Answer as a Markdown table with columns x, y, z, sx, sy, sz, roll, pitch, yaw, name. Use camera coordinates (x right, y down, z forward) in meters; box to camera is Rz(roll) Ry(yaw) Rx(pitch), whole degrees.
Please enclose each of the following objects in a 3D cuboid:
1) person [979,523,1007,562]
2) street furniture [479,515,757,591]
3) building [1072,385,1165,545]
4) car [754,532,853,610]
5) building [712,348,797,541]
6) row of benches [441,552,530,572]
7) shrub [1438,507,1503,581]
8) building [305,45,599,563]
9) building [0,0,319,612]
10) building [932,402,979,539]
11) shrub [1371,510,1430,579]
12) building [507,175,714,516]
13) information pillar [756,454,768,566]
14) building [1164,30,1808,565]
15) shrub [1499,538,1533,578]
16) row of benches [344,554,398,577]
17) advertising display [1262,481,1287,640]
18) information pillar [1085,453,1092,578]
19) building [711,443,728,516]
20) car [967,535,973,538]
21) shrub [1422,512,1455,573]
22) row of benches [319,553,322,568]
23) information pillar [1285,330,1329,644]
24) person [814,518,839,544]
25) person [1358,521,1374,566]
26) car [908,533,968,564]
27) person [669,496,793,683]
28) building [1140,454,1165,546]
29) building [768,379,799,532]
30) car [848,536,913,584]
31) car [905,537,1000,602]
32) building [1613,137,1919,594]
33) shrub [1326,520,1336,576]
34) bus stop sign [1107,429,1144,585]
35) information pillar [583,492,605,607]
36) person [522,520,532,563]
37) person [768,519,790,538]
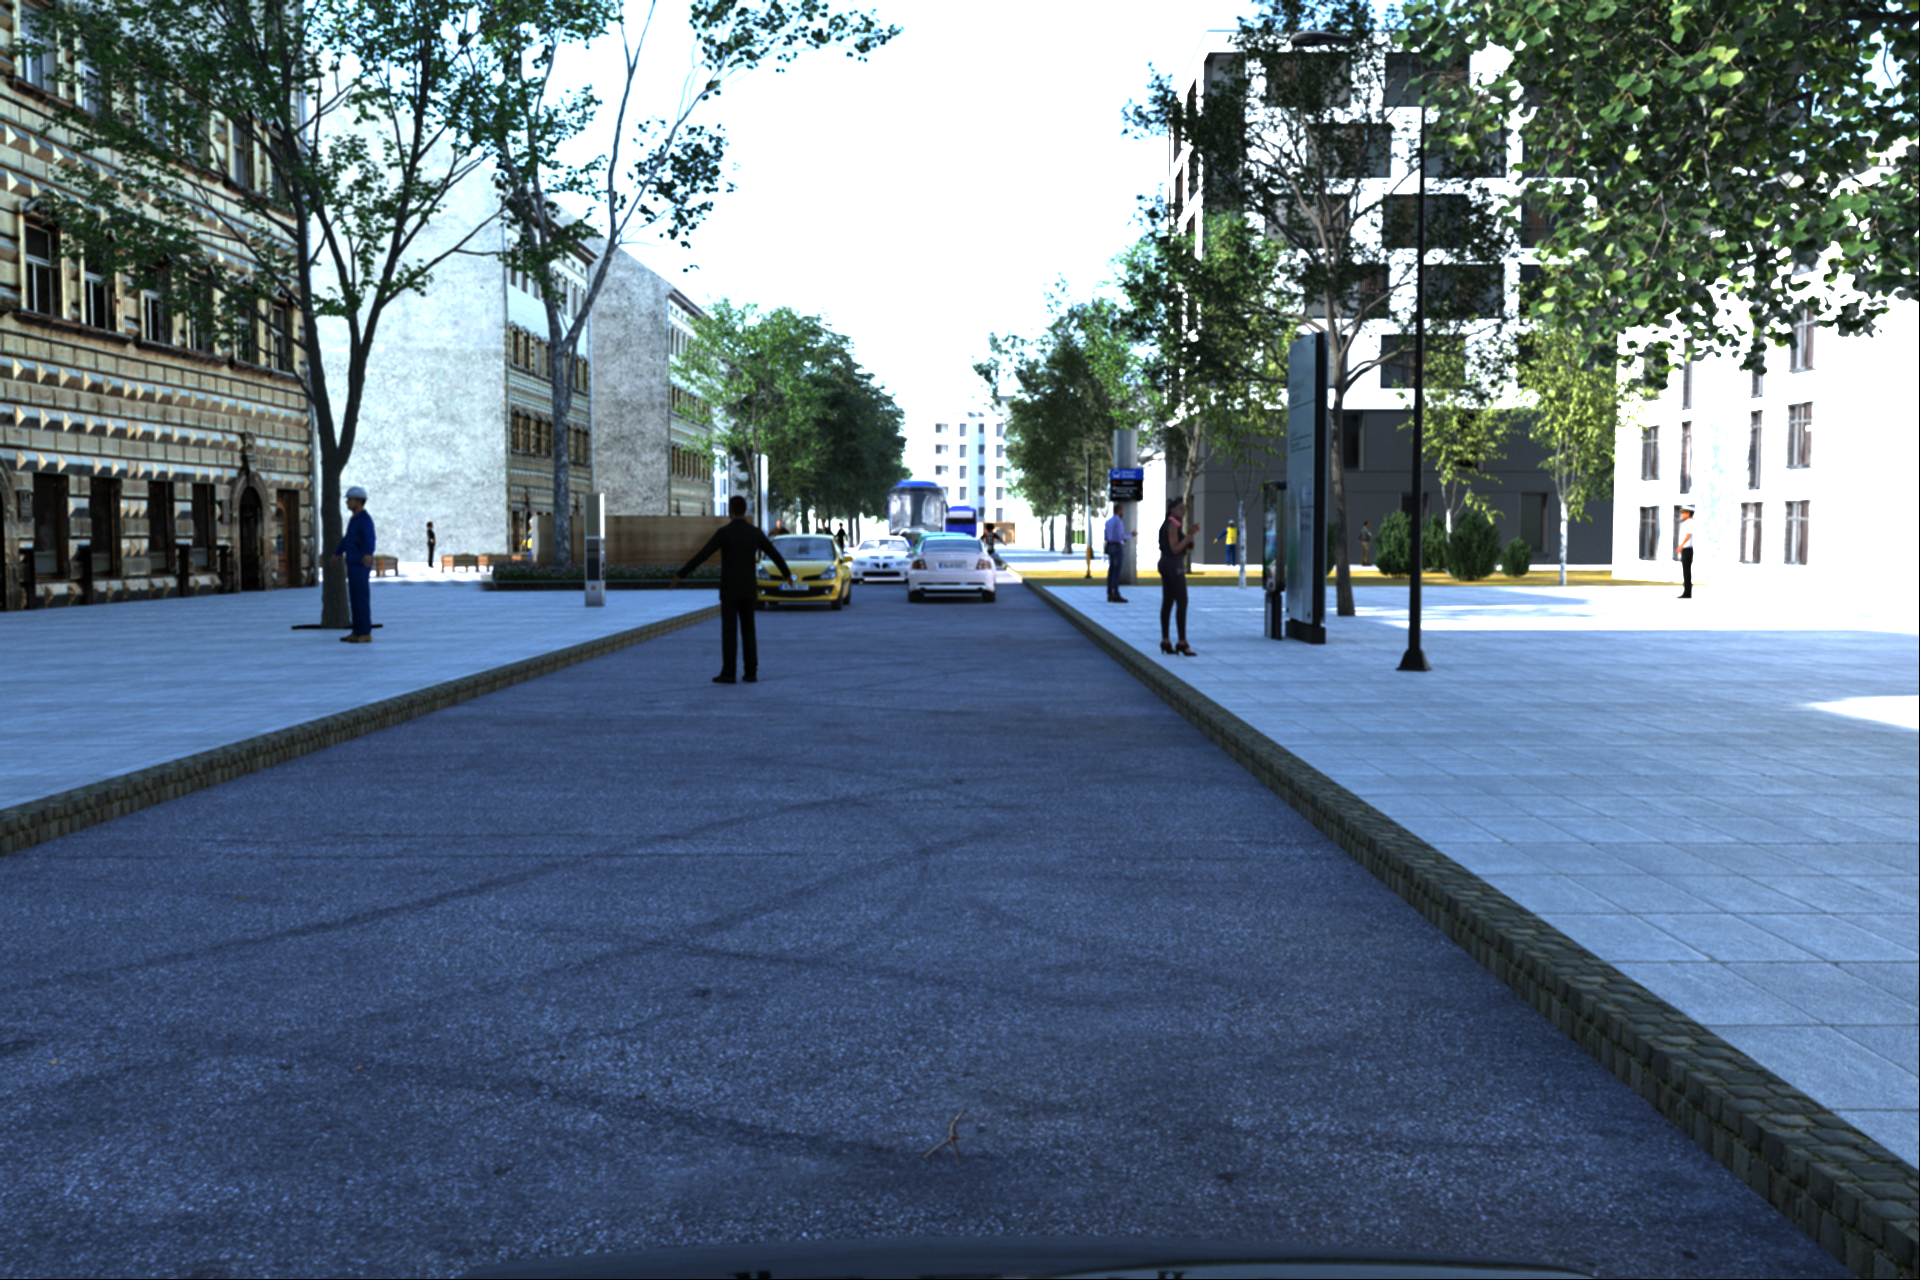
| x | y | z | sx | sy | sz | roll | pitch | yaw | name |
| --- | --- | --- | --- | --- | --- | --- | --- | --- | --- |
| 1.055 | -3.270 | 62.068 | 1.345 | 1.843 | 0.704 | -1 | 4 | -9 | person |
| -9.231 | -2.161 | 42.186 | 9.812 | 1.723 | 11.010 | -1 | 4 | -16 | street furniture |
| 22.684 | -21.220 | 213.405 | 16.747 | 18.905 | 31.486 | 0 | 4 | 0 | building |
| -3.060 | -1.443 | 33.815 | 2.015 | 1.641 | 3.980 | 0 | 4 | 0 | car |
| -28.324 | -22.042 | 191.320 | 19.493 | 23.208 | 18.063 | 0 | 4 | 0 | building |
| -15.979 | -2.704 | 59.666 | 1.422 | 0.672 | 4.104 | 3 | 4 | 36 | row of benches |
| 13.859 | -2.604 | 46.998 | 1.690 | 2.028 | 1.600 | 0 | 3 | 0 | shrub |
| -29.225 | -15.535 | 84.923 | 19.493 | 23.208 | 18.063 | 0 | 4 | 0 | building |
| -24.902 | -12.326 | 32.466 | 19.493 | 23.208 | 18.063 | 0 | 4 | 0 | building |
| -3.547 | -23.253 | 239.059 | 11.380 | 20.090 | 16.016 | 0 | 4 | -1 | building |
| 12.705 | -2.786 | 49.979 | 1.690 | 2.028 | 1.600 | 0 | 3 | 0 | shrub |
| -27.024 | -17.366 | 114.857 | 19.493 | 23.208 | 18.063 | 0 | 4 | 0 | building |
| -5.905 | -3.694 | 51.711 | 0.184 | 3.620 | 1.656 | 0 | 4 | -1 | information pillar |
| 23.965 | -14.856 | 86.869 | 27.936 | 21.610 | 32.646 | 0 | 3 | 0 | building |
| 16.425 | -2.450 | 51.167 | 1.383 | 1.207 | 1.383 | 0 | 3 | 0 | shrub |
| -17.890 | -2.229 | 51.903 | 1.422 | 0.672 | 4.104 | 0 | 4 | 5 | row of benches |
| 3.861 | -0.984 | 21.302 | 0.123 | 1.923 | 0.974 | 0 | 4 | 0 | advertising display |
| 3.731 | -3.607 | 50.328 | 0.183 | 3.616 | 0.504 | 0 | 4 | -1 | information pillar |
| -26.655 | -13.724 | 166.536 | 9.099 | 9.664 | 28.070 | 0 | 4 | 1 | building |
| -0.113 | -3.557 | 70.167 | 2.014 | 1.417 | 4.499 | 0 | 4 | -1 | car |
| 15.806 | -3.241 | 57.411 | 1.690 | 2.028 | 1.600 | 0 | 3 | 0 | shrub |
| -22.190 | -2.487 | 56.127 | 4.104 | 0.672 | 1.422 | -1 | 4 | -21 | row of benches |
| 4.173 | -1.807 | 20.868 | 0.184 | 3.620 | 1.656 | 0 | 4 | 0 | information pillar |
| -4.762 | -3.321 | 60.230 | 1.347 | 1.837 | 0.705 | 2 | 4 | 27 | person |
| 16.321 | -3.868 | 69.512 | 0.705 | 1.796 | 1.348 | -1 | 4 | -18 | person |
| -0.438 | -2.297 | 46.351 | 1.959 | 1.807 | 4.718 | 0 | 4 | -1 | car |
| -2.161 | -0.493 | 16.750 | 1.346 | 1.802 | 0.704 | -3 | 4 | -37 | person |
| 24.759 | -14.638 | 181.475 | 9.099 | 9.664 | 28.070 | 0 | 4 | 1 | building |
| -25.435 | -21.370 | 205.827 | 16.016 | 20.090 | 11.380 | 0 | 4 | 0 | building |
| -2.254 | -2.390 | 51.436 | 2.083 | 1.381 | 4.827 | 0 | 4 | 0 | car |
| -0.166 | -1.553 | 37.756 | 2.083 | 1.381 | 4.827 | 0 | 4 | 0 | car |
| 23.729 | -5.798 | 36.952 | 9.099 | 9.664 | 28.070 | 0 | 4 | 0 | building |
| 9.879 | -2.727 | 48.632 | 1.661 | 2.075 | 1.752 | 0 | 3 | 0 | shrub |
| 4.177 | -3.350 | 43.787 | 0.837 | 3.901 | 0.837 | 0 | 4 | 0 | bus stop sign |
| -6.479 | -1.604 | 30.711 | 0.304 | 2.012 | 0.304 | 0 | 4 | 0 | information pillar |
| -13.084 | -2.835 | 52.820 | 0.721 | 1.772 | 1.216 | 0 | 4 | 6 | person |
| -6.348 | -3.355 | 60.993 | 1.346 | 1.812 | 0.704 | -1 | 4 | -14 | person |
